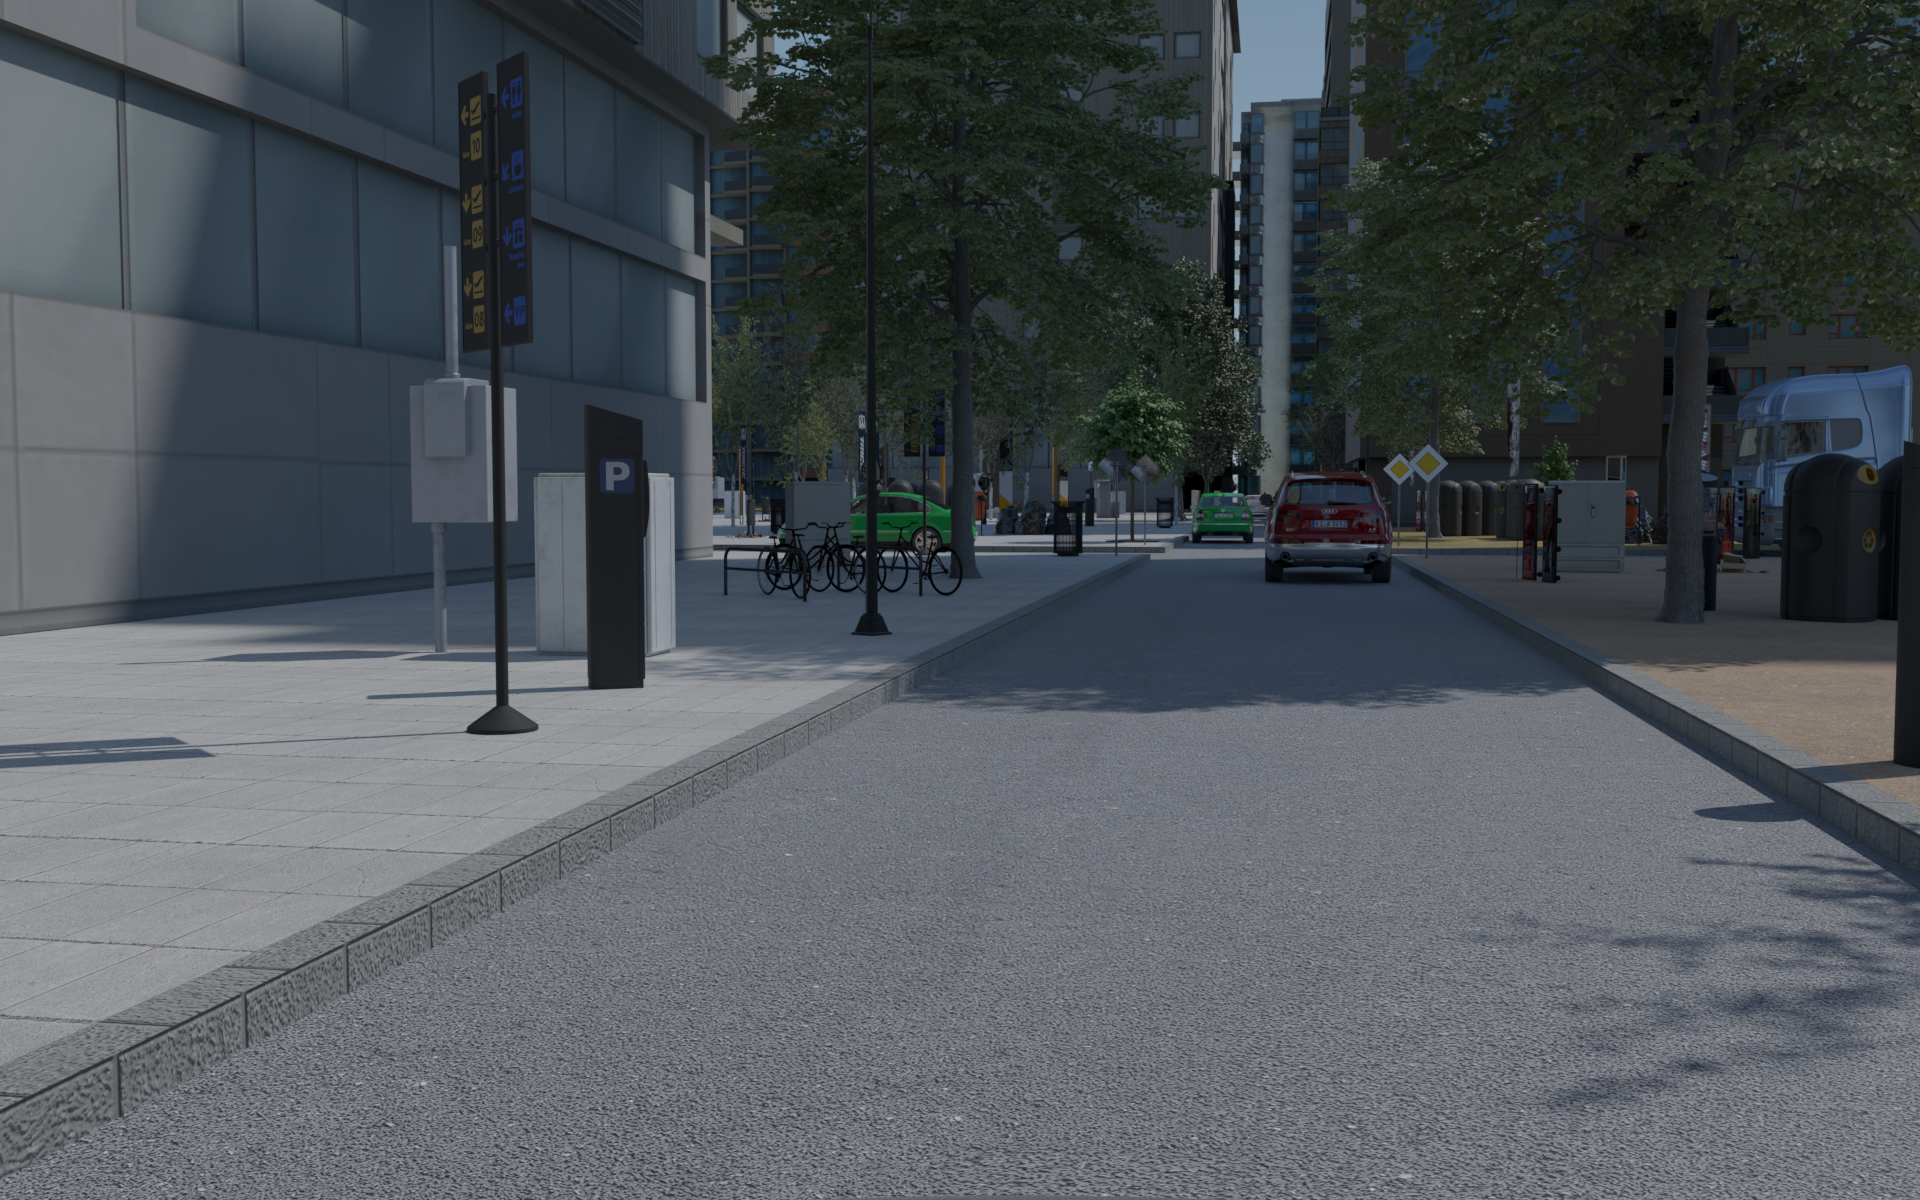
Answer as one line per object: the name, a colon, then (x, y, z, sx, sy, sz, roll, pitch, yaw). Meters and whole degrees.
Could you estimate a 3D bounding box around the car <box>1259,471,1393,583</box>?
car: (6.266, -1.284, 29.659, 2.281, 1.827, 5.304, 1, 4, 11)

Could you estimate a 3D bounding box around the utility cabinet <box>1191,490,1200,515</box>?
utility cabinet: (13.999, -5.750, 102.684, 0.318, 1.500, 1.173, 1, 4, 19)

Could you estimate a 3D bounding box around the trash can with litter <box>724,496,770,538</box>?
trash can with litter: (-6.370, -2.441, 50.969, 1.678, 1.210, 2.233, 1, 4, 9)

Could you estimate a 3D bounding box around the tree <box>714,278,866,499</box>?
tree: (-5.777, -6.598, 58.237, 4.360, 8.622, 3.978, 0, 3, 0)

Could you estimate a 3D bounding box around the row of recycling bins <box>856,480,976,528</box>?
row of recycling bins: (-1.289, -2.686, 51.033, 3.534, 1.692, 1.069, -1, 4, -9)

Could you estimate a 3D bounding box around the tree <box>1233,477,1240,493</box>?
tree: (25.543, -10.344, 163.718, 1.663, 3.219, 1.824, 0, 3, 0)

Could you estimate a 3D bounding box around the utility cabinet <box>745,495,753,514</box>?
utility cabinet: (-13.698, -6.076, 110.506, 1.020, 1.237, 0.306, 3, 4, 36)

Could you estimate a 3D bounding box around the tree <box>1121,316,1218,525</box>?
tree: (8.659, -7.369, 70.849, 4.737, 8.622, 4.395, 0, 3, 0)

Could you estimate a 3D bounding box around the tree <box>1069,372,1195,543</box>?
tree: (4.699, -3.826, 46.264, 4.285, 4.588, 4.351, 0, 3, 0)

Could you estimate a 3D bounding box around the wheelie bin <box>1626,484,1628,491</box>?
wheelie bin: (19.507, -2.664, 51.459, 0.980, 1.594, 0.693, 3, 5, 43)

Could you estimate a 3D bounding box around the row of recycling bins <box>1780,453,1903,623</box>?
row of recycling bins: (10.185, -0.647, 17.698, 3.534, 1.692, 1.069, 0, 4, -2)

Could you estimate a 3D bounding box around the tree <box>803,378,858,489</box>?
tree: (-8.783, -8.975, 97.097, 4.737, 8.622, 4.395, 0, 3, 0)

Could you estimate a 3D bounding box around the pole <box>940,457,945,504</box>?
pole: (-0.744, -4.941, 74.629, 0.158, 3.312, 0.155, 0, 3, 0)

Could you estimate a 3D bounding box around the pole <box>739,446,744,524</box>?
pole: (-9.252, -4.856, 73.242, 0.158, 3.312, 0.155, 0, 3, 0)

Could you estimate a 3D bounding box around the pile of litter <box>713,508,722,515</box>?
pile of litter: (-16.775, -6.364, 118.022, 1.176, 0.858, 1.719, 2, 4, 33)

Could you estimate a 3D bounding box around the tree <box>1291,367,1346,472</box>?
tree: (21.438, -9.102, 99.177, 4.360, 8.622, 3.978, 0, 3, 0)

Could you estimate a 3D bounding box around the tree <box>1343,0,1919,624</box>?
tree: (7.635, -6.037, 16.831, 7.486, 12.596, 7.792, 0, 3, 0)

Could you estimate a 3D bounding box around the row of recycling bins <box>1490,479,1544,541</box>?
row of recycling bins: (15.891, -2.558, 48.944, 1.069, 1.692, 3.534, 1, 4, 8)

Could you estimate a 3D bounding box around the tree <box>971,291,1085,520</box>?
tree: (2.232, -6.620, 58.605, 4.360, 8.622, 3.978, 0, 3, 0)

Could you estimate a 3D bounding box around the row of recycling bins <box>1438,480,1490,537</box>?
row of recycling bins: (15.892, -2.828, 53.345, 3.534, 1.692, 1.069, -3, 4, -37)

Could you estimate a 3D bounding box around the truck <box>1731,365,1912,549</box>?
truck: (25.591, -2.848, 36.318, 18.799, 4.110, 2.967, 1, 4, 9)

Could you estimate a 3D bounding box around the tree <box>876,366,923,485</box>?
tree: (-4.579, -7.473, 72.548, 4.360, 8.622, 3.978, 0, 3, 0)

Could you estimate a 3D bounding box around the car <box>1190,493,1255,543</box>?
car: (7.847, -2.627, 51.746, 1.959, 1.807, 4.718, 1, 4, 8)

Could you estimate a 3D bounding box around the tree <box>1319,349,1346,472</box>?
tree: (26.376, -11.960, 121.303, 9.928, 11.665, 9.643, 0, 3, 0)

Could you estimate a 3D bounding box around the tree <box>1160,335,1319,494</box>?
tree: (15.969, -11.406, 112.244, 9.928, 11.665, 9.643, 0, 3, 0)

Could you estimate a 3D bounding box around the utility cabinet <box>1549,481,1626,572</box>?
utility cabinet: (10.263, -1.206, 28.390, 1.173, 1.500, 0.318, 1, 4, 15)

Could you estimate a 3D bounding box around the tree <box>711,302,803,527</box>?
tree: (-8.760, -7.114, 66.679, 4.737, 8.622, 4.395, 0, 3, 0)

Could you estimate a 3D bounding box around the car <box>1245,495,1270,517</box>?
car: (16.918, -5.273, 98.578, 2.083, 1.381, 4.827, 1, 4, 12)

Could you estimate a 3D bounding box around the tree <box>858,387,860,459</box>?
tree: (-8.427, -9.316, 102.673, 4.737, 8.622, 4.395, 0, 3, 0)

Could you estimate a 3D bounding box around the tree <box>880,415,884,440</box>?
tree: (-7.011, -9.880, 111.902, 4.737, 8.622, 4.395, 0, 3, 0)

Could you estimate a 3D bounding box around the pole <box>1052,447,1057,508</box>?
pole: (4.121, -4.988, 75.400, 0.158, 3.312, 0.155, 0, 3, 0)

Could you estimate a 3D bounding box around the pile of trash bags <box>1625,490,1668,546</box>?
pile of trash bags: (17.617, -2.122, 44.451, 1.912, 1.369, 3.447, 3, 4, 38)

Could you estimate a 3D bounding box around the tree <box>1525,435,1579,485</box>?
tree: (19.196, -3.768, 56.202, 1.663, 3.219, 1.824, 0, 3, 0)

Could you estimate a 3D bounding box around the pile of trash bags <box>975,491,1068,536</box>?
pile of trash bags: (1.732, -2.736, 54.485, 3.447, 1.369, 1.912, -2, 4, -32)

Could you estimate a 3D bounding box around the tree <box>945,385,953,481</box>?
tree: (1.425, -8.249, 85.232, 4.360, 8.622, 3.978, 0, 3, 0)

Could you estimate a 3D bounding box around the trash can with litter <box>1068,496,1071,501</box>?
trash can with litter: (7.060, -6.601, 119.306, 1.055, 1.170, 0.624, -2, 4, -33)

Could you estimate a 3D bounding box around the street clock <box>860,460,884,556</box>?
street clock: (-1.814, -1.917, 35.918, 0.471, 2.002, 0.358, -1, 4, -11)

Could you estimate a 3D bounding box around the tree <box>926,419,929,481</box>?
tree: (-3.085, -8.783, 93.963, 4.360, 8.622, 3.978, 0, 3, 0)

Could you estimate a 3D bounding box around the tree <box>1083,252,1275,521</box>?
tree: (10.314, -10.122, 82.496, 9.611, 12.733, 9.660, 0, 3, 0)

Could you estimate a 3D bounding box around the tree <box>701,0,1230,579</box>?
tree: (0.064, -6.573, 25.596, 7.486, 12.596, 7.792, 0, 3, 0)

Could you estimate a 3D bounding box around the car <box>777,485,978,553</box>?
car: (-1.956, -1.957, 40.788, 4.718, 1.807, 1.959, 1, 4, 10)

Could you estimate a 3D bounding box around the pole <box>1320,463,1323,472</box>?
pole: (23.905, -7.377, 114.462, 0.158, 3.312, 0.155, 0, 3, 0)

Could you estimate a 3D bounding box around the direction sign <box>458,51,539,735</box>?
direction sign: (-2.481, -1.058, 9.293, 0.379, 3.537, 0.876, -3, 4, -38)

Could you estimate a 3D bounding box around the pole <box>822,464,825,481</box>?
pole: (-8.540, -7.012, 108.485, 0.158, 3.312, 0.155, 0, 3, 0)

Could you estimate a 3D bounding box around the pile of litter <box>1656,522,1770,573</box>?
pile of litter: (12.423, -0.890, 28.512, 1.719, 0.858, 1.176, 2, 4, 30)

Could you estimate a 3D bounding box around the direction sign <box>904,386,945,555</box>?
direction sign: (-0.742, -2.706, 36.235, 0.876, 3.537, 0.379, 1, 4, 12)

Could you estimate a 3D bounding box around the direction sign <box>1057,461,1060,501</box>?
direction sign: (6.468, -7.482, 114.325, 0.379, 3.537, 0.876, -2, 4, -30)

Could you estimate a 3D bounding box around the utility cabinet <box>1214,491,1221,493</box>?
utility cabinet: (17.196, -6.543, 115.650, 0.318, 1.500, 1.173, 0, 4, 1)

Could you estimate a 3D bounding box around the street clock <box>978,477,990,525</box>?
street clock: (1.005, -4.177, 72.869, 0.471, 2.002, 0.358, 2, 4, 33)

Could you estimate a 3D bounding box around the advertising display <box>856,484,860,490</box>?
advertising display: (-6.463, -6.784, 116.125, 0.974, 1.923, 0.123, 0, 4, 8)

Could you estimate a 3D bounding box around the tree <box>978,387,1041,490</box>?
tree: (3.230, -10.228, 117.595, 4.737, 8.622, 4.395, 0, 3, 0)

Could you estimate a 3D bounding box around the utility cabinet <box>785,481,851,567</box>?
utility cabinet: (-2.501, -1.332, 30.460, 1.173, 1.500, 0.318, -3, 4, -37)
